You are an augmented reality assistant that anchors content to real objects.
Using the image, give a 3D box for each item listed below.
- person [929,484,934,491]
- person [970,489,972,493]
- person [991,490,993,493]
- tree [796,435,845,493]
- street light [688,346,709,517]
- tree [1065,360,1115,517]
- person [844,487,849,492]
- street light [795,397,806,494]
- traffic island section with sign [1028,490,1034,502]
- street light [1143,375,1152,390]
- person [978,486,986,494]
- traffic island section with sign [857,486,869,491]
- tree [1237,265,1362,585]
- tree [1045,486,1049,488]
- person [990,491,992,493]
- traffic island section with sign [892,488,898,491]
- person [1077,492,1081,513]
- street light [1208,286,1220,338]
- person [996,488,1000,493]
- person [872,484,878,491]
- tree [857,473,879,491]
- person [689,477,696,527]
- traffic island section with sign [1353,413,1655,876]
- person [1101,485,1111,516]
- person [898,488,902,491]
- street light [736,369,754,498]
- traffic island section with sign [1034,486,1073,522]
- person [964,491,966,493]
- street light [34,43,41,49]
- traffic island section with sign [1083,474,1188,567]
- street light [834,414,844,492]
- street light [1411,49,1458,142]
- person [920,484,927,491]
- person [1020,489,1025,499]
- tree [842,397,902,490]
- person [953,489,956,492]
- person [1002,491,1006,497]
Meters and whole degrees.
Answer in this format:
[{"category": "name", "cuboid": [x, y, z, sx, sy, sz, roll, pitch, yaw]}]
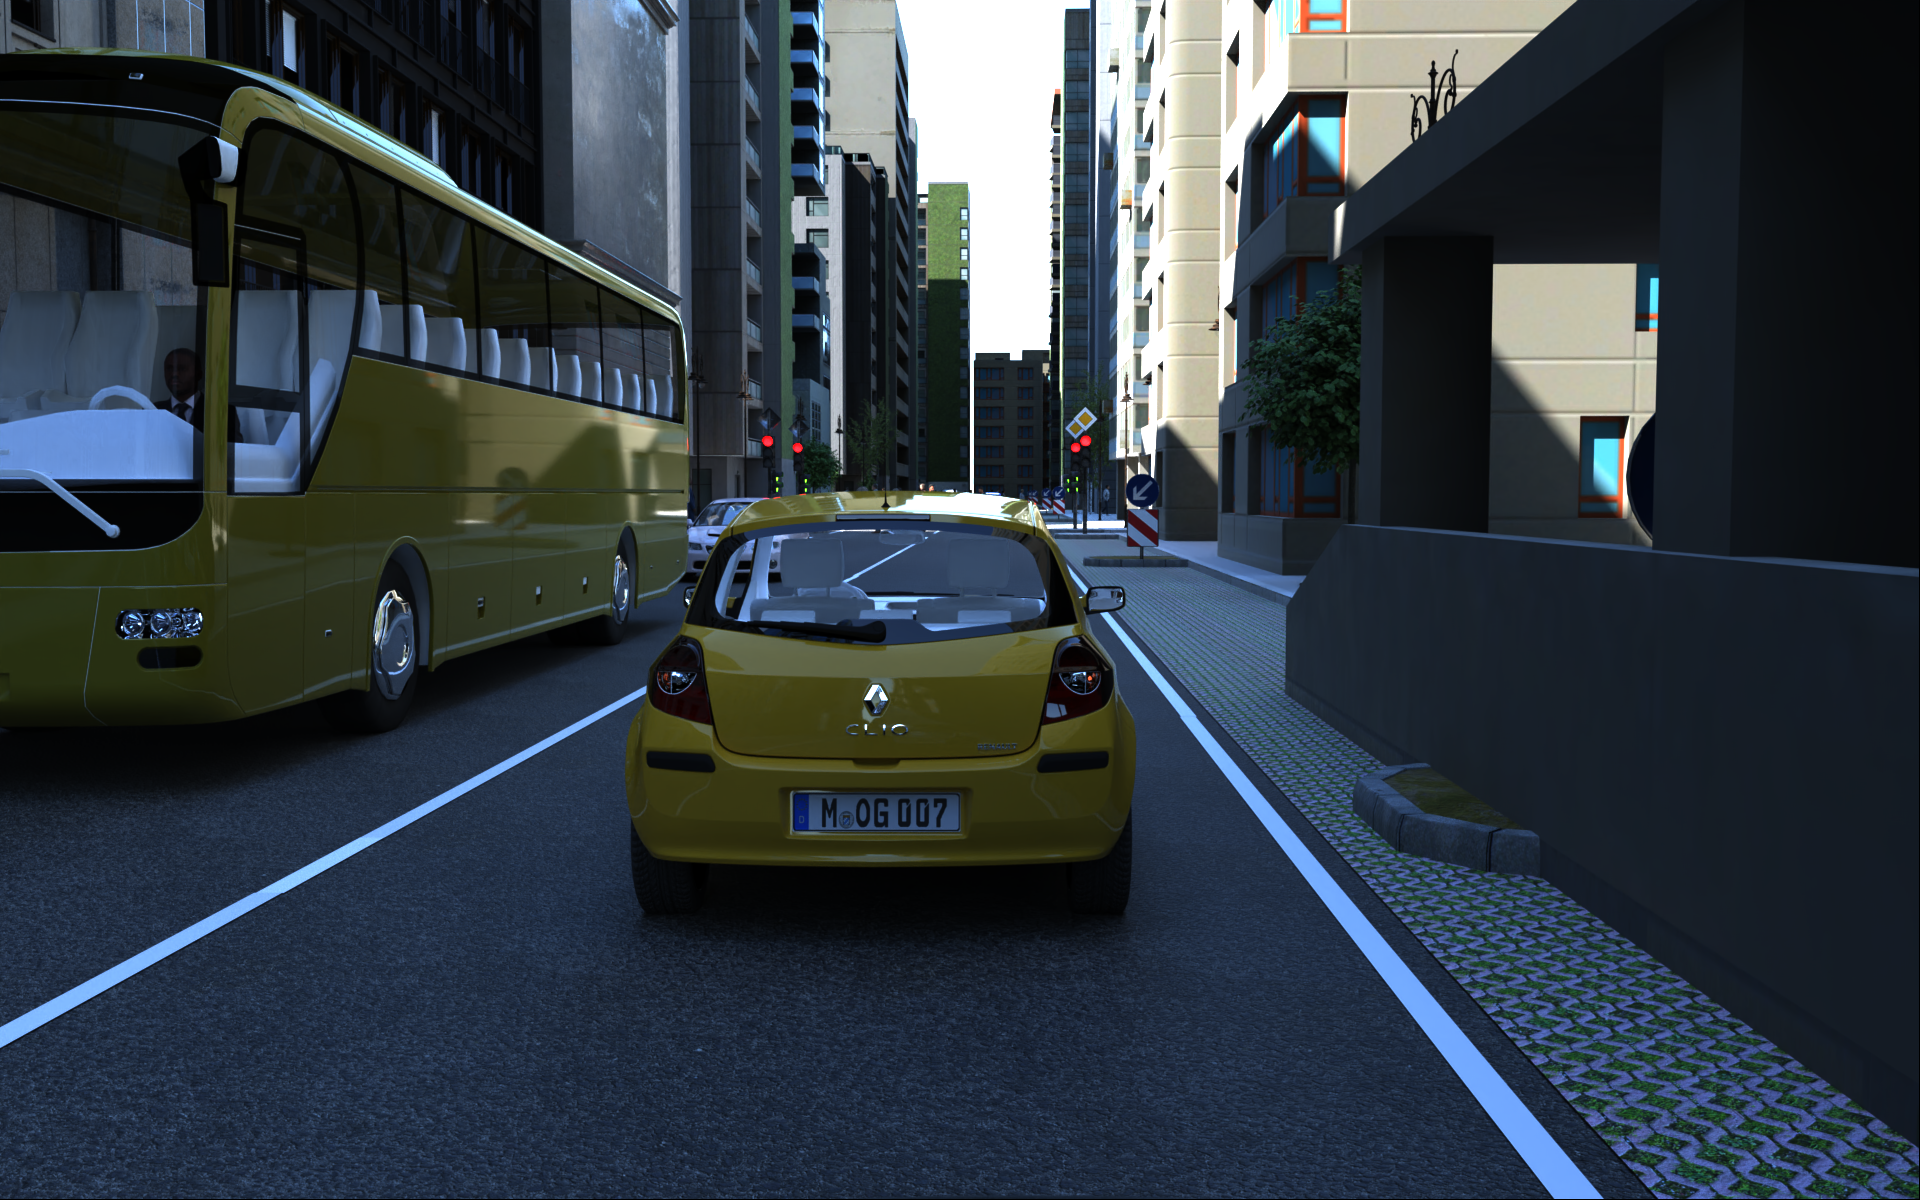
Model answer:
[{"category": "person", "cuboid": [-1.116, -3.756, 69.900, 0.794, 1.824, 0.713, 0, 4, 8]}, {"category": "person", "cuboid": [0.935, -8.094, 140.856, 1.348, 1.821, 0.705, -2, 4, -35]}, {"category": "person", "cuboid": [3.249, -10.165, 174.328, 1.348, 1.869, 0.705, -2, 4, -24]}, {"category": "tree", "cuboid": [-7.842, -6.708, 93.386, 4.285, 4.588, 4.351, 0, 3, 0]}, {"category": "street light", "cuboid": [-8.211, -4.985, 54.299, 0.468, 5.910, 1.993, 0, 4, 2]}, {"category": "tree", "cuboid": [8.014, -8.937, 96.474, 4.737, 8.622, 4.395, 0, 3, 0]}, {"category": "person", "cuboid": [-8.654, -7.831, 134.178, 0.694, 1.812, 0.767, 1, 4, 18]}, {"category": "street light", "cuboid": [-7.552, -6.696, 82.271, 0.468, 5.910, 1.993, 0, 4, 2]}, {"category": "traffic island section with sign", "cuboid": [5.675, -6.564, 115.946, 1.989, 1.847, 2.006, 0, 4, 2]}, {"category": "street light", "cuboid": [6.109, -5.046, 55.284, 0.468, 5.910, 1.993, 0, 4, 2]}, {"category": "person", "cuboid": [1.021, -4.233, 78.056, 0.623, 1.781, 0.721, 2, 4, 24]}, {"category": "traffic island section with sign", "cuboid": [-4.965, -4.922, 89.094, 1.989, 1.847, 2.006, 0, 4, 2]}, {"category": "tree", "cuboid": [5.540, -2.462, 23.974, 4.285, 4.588, 4.351, 0, 3, 0]}, {"category": "tree", "cuboid": [11.734, -13.575, 216.546, 1.663, 3.219, 1.824, 0, 3, 0]}, {"category": "person", "cuboid": [3.084, -9.930, 171.570, 1.217, 1.735, 0.721, -1, 4, -8]}, {"category": "traffic island section with sign", "cuboid": [-4.231, -6.582, 116.249, 1.989, 1.847, 2.006, 0, 4, 2]}, {"category": "person", "cuboid": [7.771, -6.599, 114.932, 0.522, 1.701, 0.512, -2, 4, -29]}, {"category": "street light", "cuboid": [5.553, -3.903, 36.597, 0.468, 5.910, 1.993, 0, 4, 2]}, {"category": "person", "cuboid": [2.523, -6.715, 118.159, 0.748, 1.841, 0.638, 2, 4, 29]}, {"category": "person", "cuboid": [-3.055, -3.349, 63.358, 0.391, 1.810, 0.635, 2, 4, 34]}, {"category": "tree", "cuboid": [-6.947, -8.534, 134.135, 1.663, 3.219, 1.824, 0, 3, 0]}, {"category": "person", "cuboid": [-8.048, -2.765, 51.436, 0.419, 1.800, 0.721, -2, 4, -33]}, {"category": "traffic island section with sign", "cuboid": [2.747, 0.083, 7.275, 1.989, 1.847, 2.006, 0, 4, 2]}, {"category": "person", "cuboid": [8.574, -5.892, 102.221, 0.795, 1.843, 0.661, 2, 4, 27]}, {"category": "person", "cuboid": [-3.334, -5.498, 98.656, 0.793, 1.790, 0.793, 2, 4, 28]}, {"category": "street light", "cuboid": [-7.967, -5.598, 64.316, 0.468, 5.910, 1.993, 0, 4, 2]}, {"category": "traffic island section with sign", "cuboid": [4.945, -4.910, 88.903, 1.989, 1.847, 2.006, 0, 4, 2]}, {"category": "person", "cuboid": [0.575, -11.870, 202.595, 0.705, 1.821, 1.348, -2, 4, -28]}, {"category": "street light", "cuboid": [-9.180, -2.789, 18.393, 0.468, 5.910, 1.993, 0, 4, 2]}, {"category": "traffic island section with sign", "cuboid": [3.481, -1.591, 34.644, 1.989, 1.847, 2.006, 0, 4, 2]}, {"category": "street light", "cuboid": [-6.966, -7.794, 100.221, 0.468, 5.910, 1.993, 0, 4, 2]}, {"category": "street light", "cuboid": [5.047, -2.805, 18.645, 0.468, 5.910, 1.993, 0, 4, 2]}, {"category": "person", "cuboid": [-1.445, -3.499, 65.725, 0.555, 1.821, 0.388, 2, 4, 28]}, {"category": "person", "cuboid": [4.366, -6.928, 122.124, 0.624, 1.780, 0.694, 3, 4, 38]}, {"category": "tree", "cuboid": [-6.497, -11.006, 130.313, 4.737, 8.622, 4.395, 0, 3, 0]}, {"category": "person", "cuboid": [-0.410, -6.441, 114.082, 0.850, 1.792, 0.678, -3, 5, -45]}, {"category": "person", "cuboid": [3.954, -8.859, 154.128, 0.721, 1.735, 1.217, -1, 4, -21]}]
